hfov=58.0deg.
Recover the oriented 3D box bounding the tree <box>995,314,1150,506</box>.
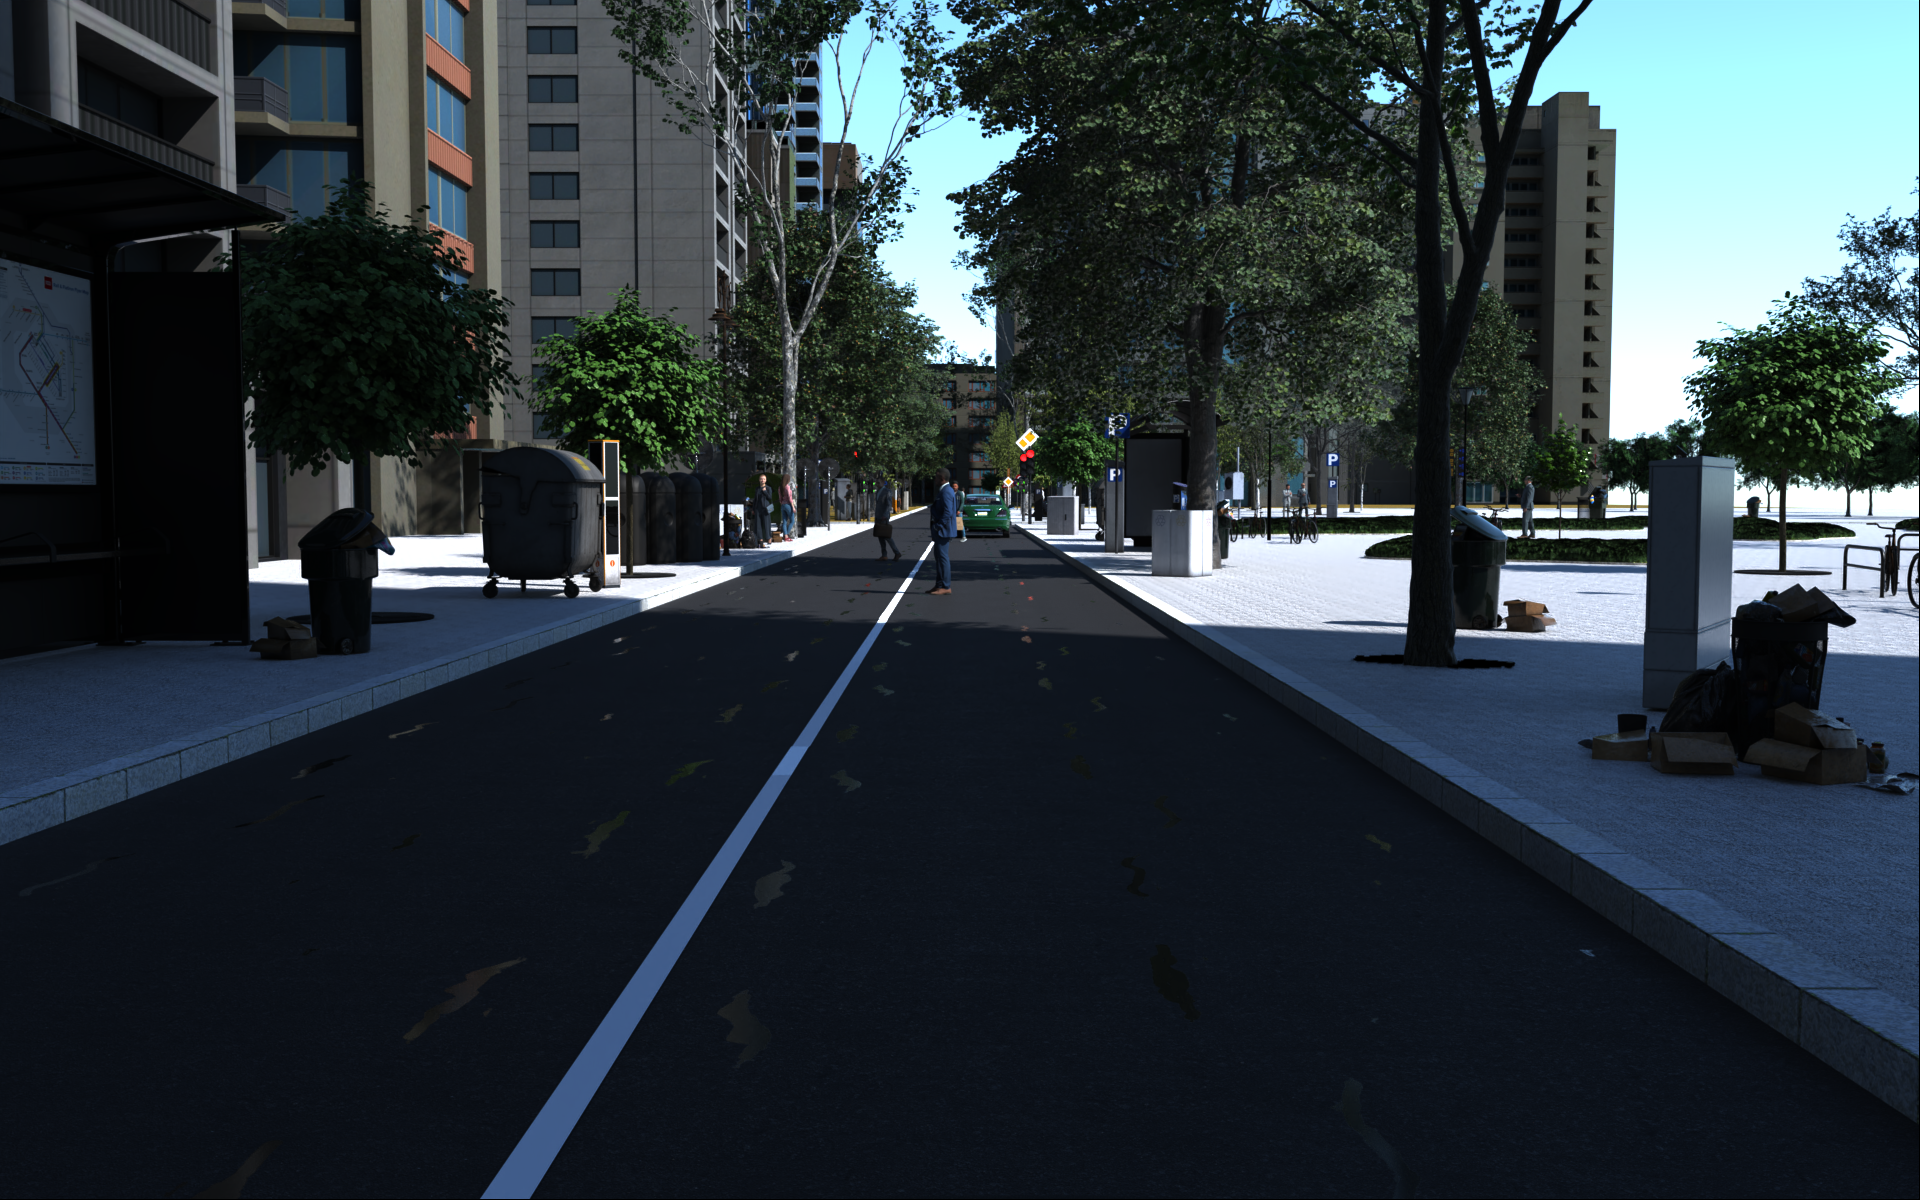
[{"bbox_3d":[4.349,-7.187,67.866,4.737,8.622,4.395,0,3,0],"label":"tree"}]

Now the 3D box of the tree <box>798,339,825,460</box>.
[{"bbox_3d":[-4.932,-11.577,95.938,9.857,13.997,8.962,0,3,0],"label":"tree"}]

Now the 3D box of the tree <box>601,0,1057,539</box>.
[{"bbox_3d":[-3.594,-11.762,48.198,12.611,20.169,13.585,0,3,0],"label":"tree"}]

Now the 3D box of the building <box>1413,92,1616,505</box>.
[{"bbox_3d":[68.226,-36.061,213.305,21.600,48.544,21.300,0,4,0],"label":"building"}]

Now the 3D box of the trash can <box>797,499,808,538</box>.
[{"bbox_3d":[-4.824,-2.405,50.972,0.748,1.137,0.748,0,3,0],"label":"trash can"}]

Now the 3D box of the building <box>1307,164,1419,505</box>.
[{"bbox_3d":[50.393,-32.613,216.820,14.086,41.232,14.154,0,4,0],"label":"building"}]

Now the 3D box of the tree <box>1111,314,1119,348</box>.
[{"bbox_3d":[5.566,-16.111,119.309,12.611,20.169,13.585,0,3,0],"label":"tree"}]

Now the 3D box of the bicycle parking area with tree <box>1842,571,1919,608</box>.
[{"bbox_3d":[14.572,-1.982,19.411,8.231,4.147,9.016,2,4,27],"label":"bicycle parking area with tree"}]

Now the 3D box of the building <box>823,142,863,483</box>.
[{"bbox_3d":[-19.630,-34.660,216.798,14.200,45.320,14.600,0,4,0],"label":"building"}]

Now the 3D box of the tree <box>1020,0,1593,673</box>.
[{"bbox_3d":[3.718,-5.320,12.731,9.928,11.665,9.643,0,3,0],"label":"tree"}]

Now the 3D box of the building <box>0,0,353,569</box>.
[{"bbox_3d":[-22.329,-36.069,27.986,20.563,71.187,20.611,0,4,0],"label":"building"}]

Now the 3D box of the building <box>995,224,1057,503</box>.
[{"bbox_3d":[12.275,-34.925,254.623,14.086,41.232,14.154,0,4,0],"label":"building"}]

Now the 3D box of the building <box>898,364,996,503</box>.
[{"bbox_3d":[-9.198,-25.500,261.968,28.899,21.520,27.650,0,4,0],"label":"building"}]

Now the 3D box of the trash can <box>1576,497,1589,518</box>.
[{"bbox_3d":[29.187,-4.239,80.962,0.748,1.137,0.748,0,3,0],"label":"trash can"}]

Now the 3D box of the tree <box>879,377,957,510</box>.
[{"bbox_3d":[-4.556,-12.351,136.347,8.767,10.594,7.601,0,4,-7],"label":"tree"}]

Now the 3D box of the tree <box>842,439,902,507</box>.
[{"bbox_3d":[-5.117,-9.491,105.541,4.737,8.622,4.395,0,3,0],"label":"tree"}]

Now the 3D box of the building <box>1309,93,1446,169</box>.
[{"bbox_3d":[57.716,-43.752,257.336,28.212,58.520,21.231,0,4,0],"label":"building"}]

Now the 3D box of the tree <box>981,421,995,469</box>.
[{"bbox_3d":[4.423,-11.929,145.404,4.737,8.622,4.395,0,3,0],"label":"tree"}]

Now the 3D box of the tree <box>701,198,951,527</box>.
[{"bbox_3d":[-5.685,-9.192,67.296,9.611,12.733,9.660,0,3,0],"label":"tree"}]

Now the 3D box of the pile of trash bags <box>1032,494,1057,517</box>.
[{"bbox_3d":[5.183,-5.254,95.647,1.912,1.369,3.447,-1,4,-12],"label":"pile of trash bags"}]

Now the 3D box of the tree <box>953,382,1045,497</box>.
[{"bbox_3d":[4.467,-17.021,188.658,12.009,13.543,11.850,0,3,0],"label":"tree"}]

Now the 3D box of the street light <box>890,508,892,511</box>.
[{"bbox_3d":[-4.747,-8.945,119.030,0.468,5.910,1.993,0,4,0],"label":"street light"}]

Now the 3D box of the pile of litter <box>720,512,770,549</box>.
[{"bbox_3d":[-5.388,-1.646,40.885,1.719,0.858,1.176,1,4,9],"label":"pile of litter"}]

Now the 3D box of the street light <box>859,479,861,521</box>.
[{"bbox_3d":[-4.760,-6.664,81.739,0.468,5.910,1.993,0,4,0],"label":"street light"}]

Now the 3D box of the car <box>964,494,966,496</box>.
[{"bbox_3d":[1.118,-11.605,198.775,2.155,1.783,4.494,0,4,-1],"label":"car"}]

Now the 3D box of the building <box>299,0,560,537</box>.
[{"bbox_3d":[-29.026,-24.589,56.651,28.867,44.769,22.147,0,4,0],"label":"building"}]

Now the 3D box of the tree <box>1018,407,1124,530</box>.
[{"bbox_3d":[4.294,-4.769,61.680,4.285,4.588,4.351,0,3,0],"label":"tree"}]

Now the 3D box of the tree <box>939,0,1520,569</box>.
[{"bbox_3d":[4.289,-7.509,29.435,9.857,13.997,8.962,0,3,0],"label":"tree"}]

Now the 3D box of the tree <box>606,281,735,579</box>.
[{"bbox_3d":[-5.232,-2.638,26.843,4.285,4.588,4.351,0,3,0],"label":"tree"}]

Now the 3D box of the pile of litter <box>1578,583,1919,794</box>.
[{"bbox_3d":[3.739,0.360,8.082,1.176,0.858,1.719,-2,4,-23],"label":"pile of litter"}]

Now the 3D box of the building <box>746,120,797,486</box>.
[{"bbox_3d":[-20.334,-22.151,133.863,14.160,30.474,14.107,0,4,0],"label":"building"}]

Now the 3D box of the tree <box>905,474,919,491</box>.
[{"bbox_3d":[-5.218,-14.419,186.104,4.360,8.622,3.978,0,3,0],"label":"tree"}]

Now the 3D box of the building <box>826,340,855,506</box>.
[{"bbox_3d":[-19.341,-25.867,194.633,14.160,30.474,14.107,0,4,0],"label":"building"}]

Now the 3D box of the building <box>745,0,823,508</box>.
[{"bbox_3d":[-23.709,-52.458,170.365,22.319,86.520,31.000,0,4,0],"label":"building"}]

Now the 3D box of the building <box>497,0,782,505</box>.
[{"bbox_3d":[-21.888,-40.921,107.312,20.563,71.187,20.611,0,4,0],"label":"building"}]

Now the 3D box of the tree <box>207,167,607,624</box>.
[{"bbox_3d":[-6.203,-2.069,17.545,4.285,4.588,4.351,0,3,0],"label":"tree"}]

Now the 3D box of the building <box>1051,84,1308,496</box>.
[{"bbox_3d":[25.785,-37.968,210.020,28.713,52.752,27.495,0,4,0],"label":"building"}]

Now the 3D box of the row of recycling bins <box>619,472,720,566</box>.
[{"bbox_3d":[-5.544,-1.548,32.426,1.069,1.692,3.534,1,4,22],"label":"row of recycling bins"}]

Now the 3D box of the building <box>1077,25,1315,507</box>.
[{"bbox_3d":[23.829,-34.349,181.217,23.786,49.044,30.456,0,4,0],"label":"building"}]

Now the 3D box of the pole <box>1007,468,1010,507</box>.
[{"bbox_3d":[3.855,-8.814,137.958,0.158,3.312,0.155,0,3,0],"label":"pole"}]

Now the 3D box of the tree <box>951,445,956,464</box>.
[{"bbox_3d":[-5.601,-14.502,154.119,9.611,12.733,9.660,0,3,0],"label":"tree"}]

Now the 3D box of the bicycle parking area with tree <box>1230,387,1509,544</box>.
[{"bbox_3d":[11.149,-3.693,47.384,8.231,4.147,9.016,2,4,29],"label":"bicycle parking area with tree"}]

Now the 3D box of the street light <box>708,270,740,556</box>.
[{"bbox_3d":[-4.865,-3.859,35.886,0.468,5.910,1.993,0,4,0],"label":"street light"}]

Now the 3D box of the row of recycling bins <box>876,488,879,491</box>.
[{"bbox_3d":[-5.270,-6.197,108.439,1.069,1.692,3.534,1,4,15],"label":"row of recycling bins"}]

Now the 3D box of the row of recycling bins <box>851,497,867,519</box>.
[{"bbox_3d":[-5.296,-5.102,90.527,1.069,1.692,3.534,0,4,2],"label":"row of recycling bins"}]
